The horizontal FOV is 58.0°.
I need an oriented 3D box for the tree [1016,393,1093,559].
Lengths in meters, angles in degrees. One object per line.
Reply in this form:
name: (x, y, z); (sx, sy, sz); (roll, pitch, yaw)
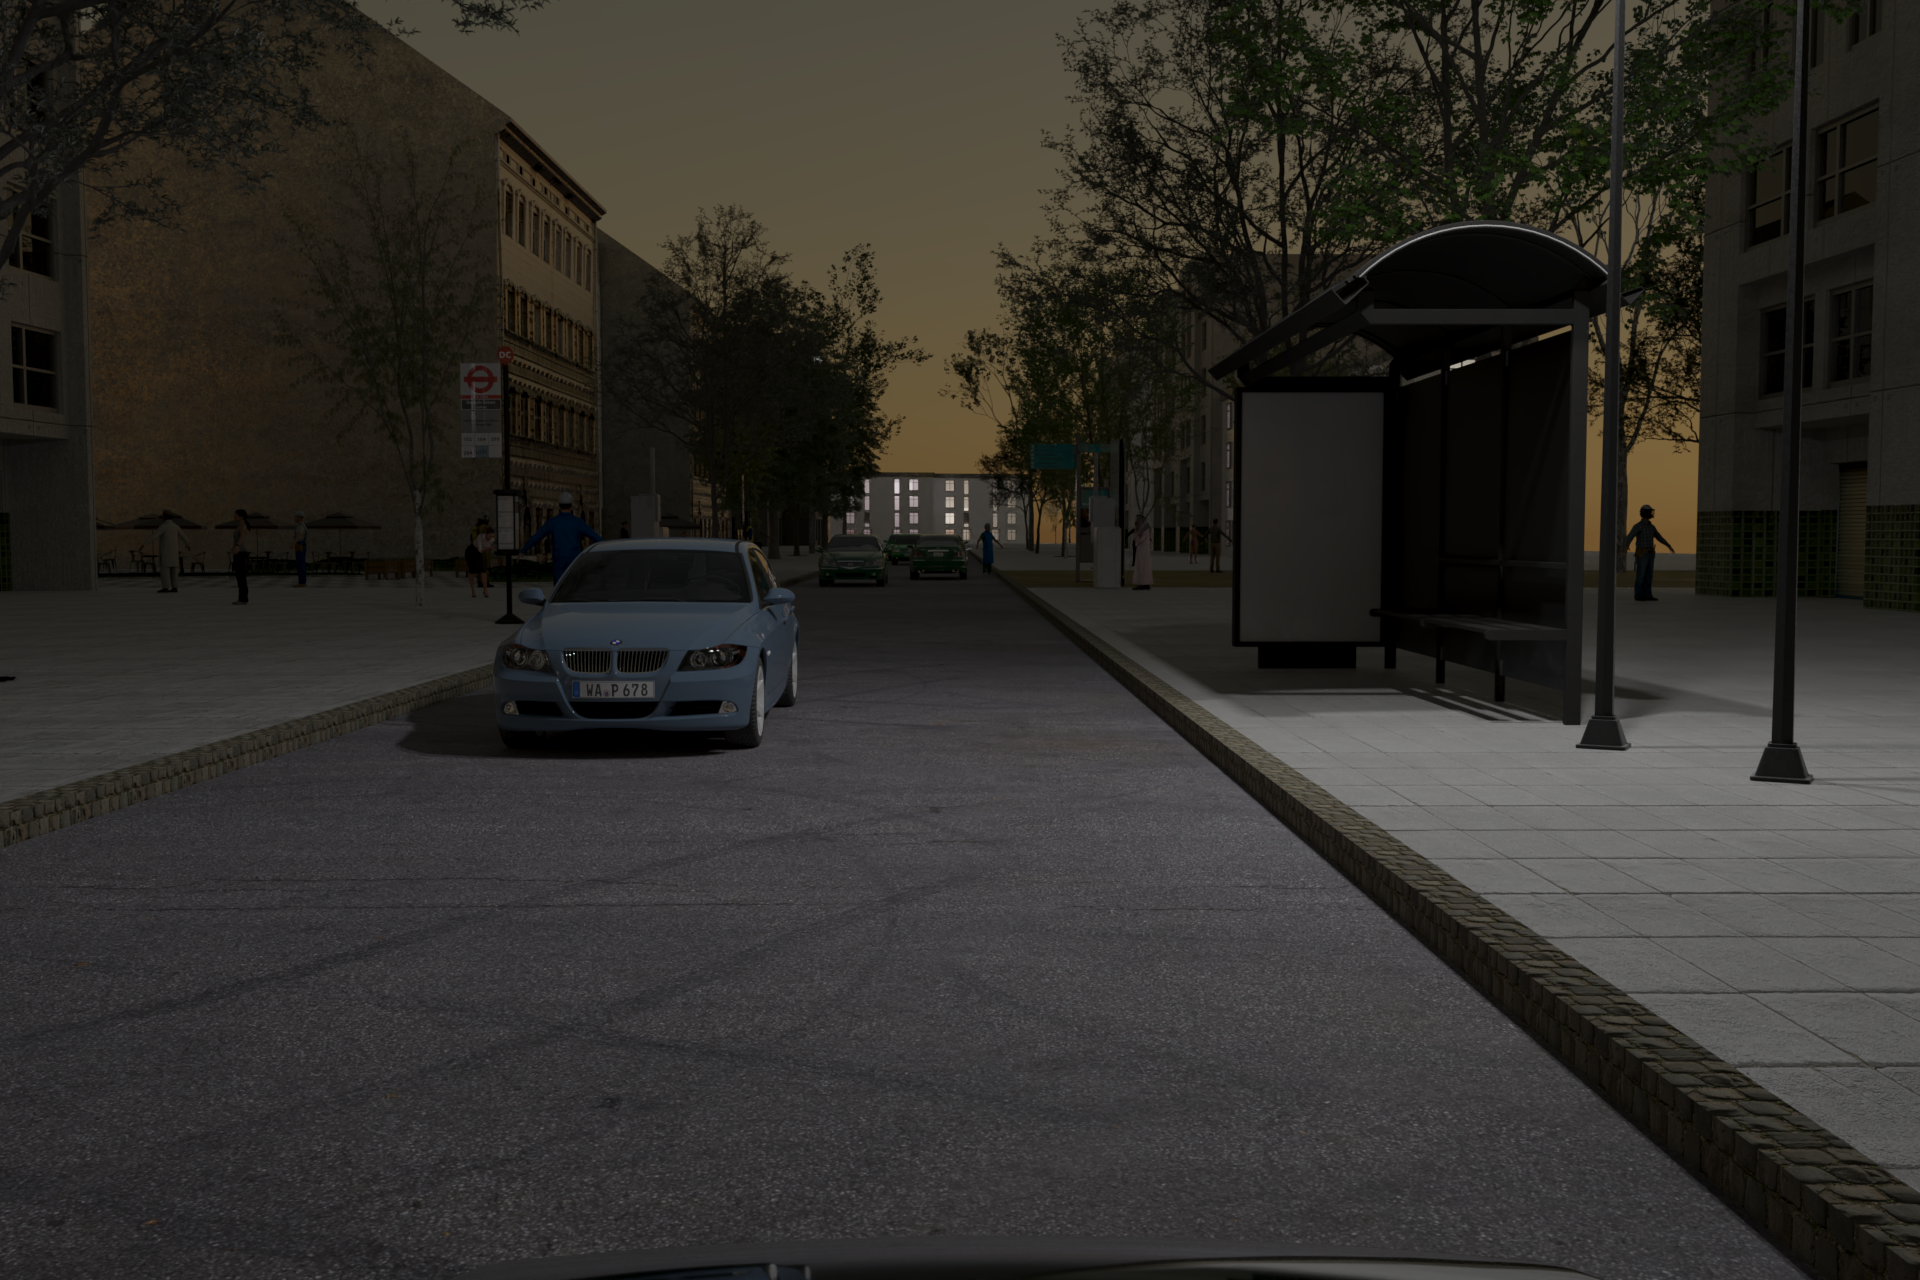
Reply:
tree: (5.255, -8.470, 88.850); (4.737, 8.622, 4.395); (0, 3, 0)

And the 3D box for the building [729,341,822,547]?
building: (-29.826, -21.029, 187.793); (27.936, 21.610, 32.646); (0, 4, -1)

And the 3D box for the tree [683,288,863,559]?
tree: (-9.606, -11.108, 88.269); (9.857, 13.997, 8.962); (0, 3, 0)

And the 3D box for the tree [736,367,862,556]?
tree: (-9.454, -10.704, 100.763); (9.928, 11.665, 9.643); (0, 3, 0)

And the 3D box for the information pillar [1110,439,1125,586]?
information pillar: (3.945, -3.187, 43.429); (0.184, 3.620, 1.656); (0, 4, -2)

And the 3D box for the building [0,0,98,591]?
building: (-27.828, -9.580, 23.090); (16.747, 18.905, 31.486); (0, 4, -1)

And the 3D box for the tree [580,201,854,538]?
tree: (-8.939, -9.369, 63.548); (12.009, 13.543, 11.850); (0, 3, 0)

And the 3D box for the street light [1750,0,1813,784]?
street light: (4.834, -2.222, 8.867); (1.470, 5.913, 1.316); (0, 4, 0)

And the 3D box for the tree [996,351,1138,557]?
tree: (6.037, -10.473, 96.981); (9.928, 11.665, 9.643); (0, 3, 0)

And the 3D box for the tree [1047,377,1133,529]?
tree: (6.004, -7.769, 77.386); (4.737, 8.622, 4.395); (0, 3, 0)

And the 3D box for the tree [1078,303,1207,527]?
tree: (5.810, -6.389, 54.821); (4.360, 8.622, 3.978); (0, 3, 0)

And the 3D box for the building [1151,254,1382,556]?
building: (23.194, -15.387, 118.042); (16.747, 18.905, 31.486); (0, 3, 0)

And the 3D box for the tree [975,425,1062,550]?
tree: (5.359, -12.784, 143.434); (7.601, 10.594, 8.767); (2, 4, 29)

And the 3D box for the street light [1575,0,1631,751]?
street light: (4.411, -2.305, 10.236); (1.470, 5.913, 1.316); (0, 4, -1)

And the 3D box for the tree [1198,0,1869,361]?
tree: (6.429, -5.800, 20.593); (9.928, 11.665, 9.643); (0, 3, 0)

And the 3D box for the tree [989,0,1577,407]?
tree: (6.054, -7.462, 32.367); (12.009, 13.543, 11.850); (0, 3, 0)

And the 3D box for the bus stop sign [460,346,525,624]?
bus stop sign: (-6.670, -2.201, 24.694); (0.855, 3.939, 0.416); (0, 4, 1)

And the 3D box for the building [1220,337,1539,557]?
building: (19.879, -8.903, 87.718); (9.099, 9.664, 28.070); (0, 4, 0)

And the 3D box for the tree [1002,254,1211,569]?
tree: (5.402, -8.443, 63.795); (9.928, 11.665, 9.643); (0, 3, 0)

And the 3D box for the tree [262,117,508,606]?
tree: (-9.479, -4.922, 30.835); (4.360, 8.622, 3.978); (0, 3, 0)

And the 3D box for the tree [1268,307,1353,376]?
tree: (11.058, -6.448, 55.788); (4.737, 8.622, 4.395); (0, 3, 0)

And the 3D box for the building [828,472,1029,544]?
building: (-4.149, -17.828, 236.098); (28.070, 9.664, 9.099); (-1, 4, -9)

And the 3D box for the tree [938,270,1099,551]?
tree: (4.758, -16.595, 127.210); (12.611, 20.169, 13.585); (0, 3, 0)

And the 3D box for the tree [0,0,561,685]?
tree: (-8.626, -6.367, 14.463); (12.009, 13.543, 11.850); (0, 3, 0)

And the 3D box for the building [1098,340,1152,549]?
building: (22.902, -18.297, 165.606); (16.747, 18.905, 31.486); (0, 4, 0)

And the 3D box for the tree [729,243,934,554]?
tree: (-8.484, -15.681, 112.275); (12.611, 20.169, 13.585); (0, 3, 0)

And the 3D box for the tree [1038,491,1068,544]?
tree: (13.059, -17.225, 231.986); (4.360, 8.622, 3.978); (0, 3, 0)

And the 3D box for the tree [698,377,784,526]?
tree: (-9.805, -7.877, 79.150); (4.737, 8.622, 4.395); (0, 3, 0)

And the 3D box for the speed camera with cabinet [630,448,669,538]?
speed camera with cabinet: (-7.237, -2.819, 40.419); (0.660, 3.252, 2.038); (0, 4, -1)

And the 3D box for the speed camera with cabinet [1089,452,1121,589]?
speed camera with cabinet: (3.477, -2.877, 41.369); (0.660, 3.252, 2.038); (0, 3, 0)

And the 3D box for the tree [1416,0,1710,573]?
tree: (20.966, -12.209, 55.514); (12.611, 20.169, 13.585); (0, 3, 0)

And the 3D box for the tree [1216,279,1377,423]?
tree: (9.155, -5.999, 48.452); (4.737, 8.622, 4.395); (0, 3, 0)

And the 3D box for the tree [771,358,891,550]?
tree: (-9.978, -13.436, 126.331); (9.857, 13.997, 8.962); (0, 3, 0)

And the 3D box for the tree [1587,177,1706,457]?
tree: (19.082, -6.694, 43.853); (7.601, 10.594, 8.767); (1, 4, 8)

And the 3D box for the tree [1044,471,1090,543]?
tree: (15.047, -19.178, 239.313); (9.928, 11.665, 9.643); (0, 3, 0)

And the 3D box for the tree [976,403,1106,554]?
tree: (5.191, -10.970, 113.766); (8.767, 10.594, 7.601); (-1, 4, -21)

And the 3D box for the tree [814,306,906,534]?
tree: (-10.744, -17.781, 146.608); (12.611, 20.169, 13.585); (0, 3, 0)
